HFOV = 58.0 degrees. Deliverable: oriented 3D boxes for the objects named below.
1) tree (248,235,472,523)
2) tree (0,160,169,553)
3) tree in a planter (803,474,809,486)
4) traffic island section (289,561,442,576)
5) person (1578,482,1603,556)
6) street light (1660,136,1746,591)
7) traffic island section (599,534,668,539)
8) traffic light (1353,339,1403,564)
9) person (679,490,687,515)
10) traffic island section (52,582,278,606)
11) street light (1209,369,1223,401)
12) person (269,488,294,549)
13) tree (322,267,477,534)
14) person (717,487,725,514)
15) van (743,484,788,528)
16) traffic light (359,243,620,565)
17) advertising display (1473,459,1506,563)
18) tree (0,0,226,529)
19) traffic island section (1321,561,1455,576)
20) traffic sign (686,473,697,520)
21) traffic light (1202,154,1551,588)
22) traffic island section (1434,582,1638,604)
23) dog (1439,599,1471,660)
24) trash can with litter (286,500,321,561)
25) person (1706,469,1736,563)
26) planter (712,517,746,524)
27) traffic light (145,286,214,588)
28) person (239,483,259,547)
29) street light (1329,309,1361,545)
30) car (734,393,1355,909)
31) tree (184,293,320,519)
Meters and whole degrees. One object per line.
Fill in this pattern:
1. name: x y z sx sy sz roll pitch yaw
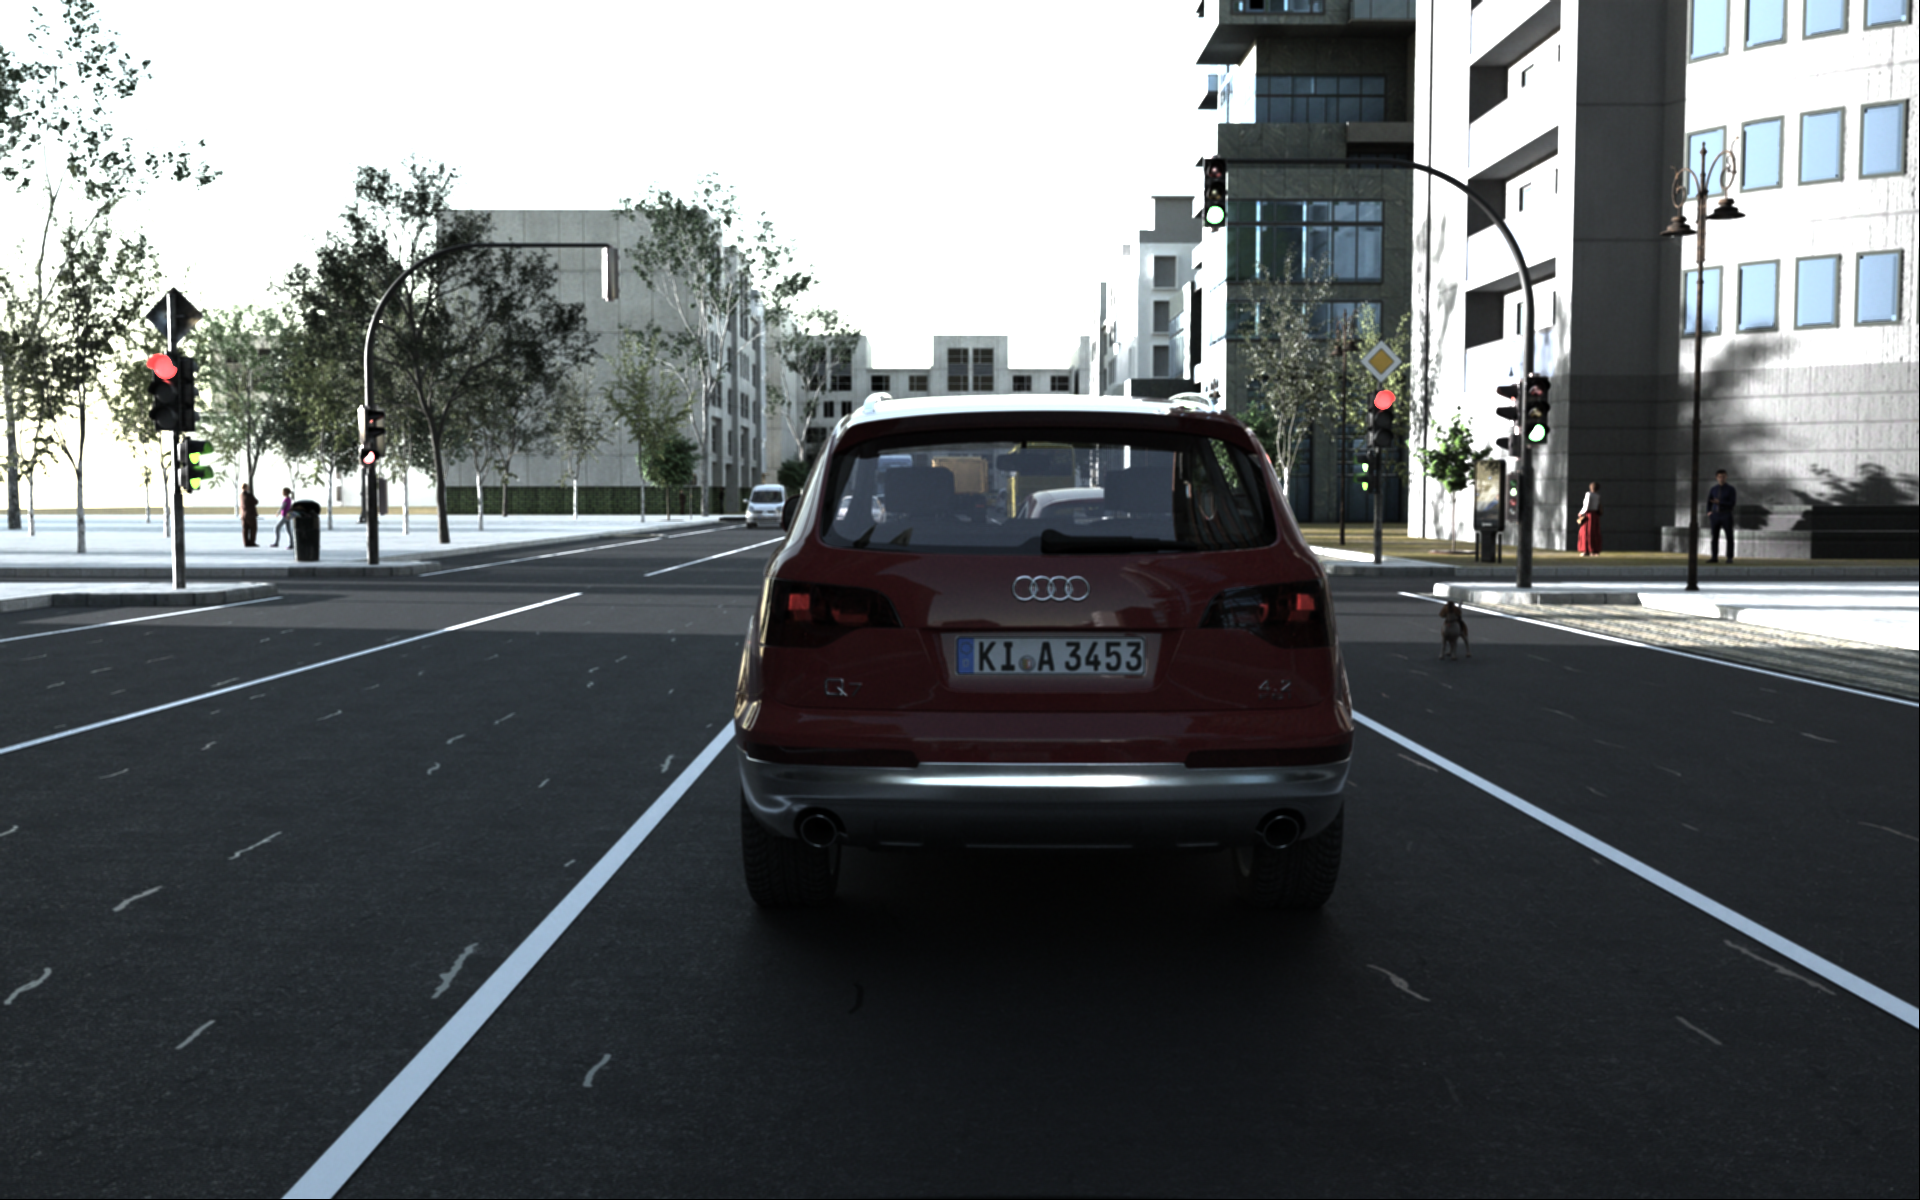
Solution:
1. tree: -26.368 -9.745 76.343 9.611 12.733 9.660 0 3 0
2. tree: -19.430 -5.334 37.577 4.360 8.622 3.978 0 3 0
3. tree in a planter: -11.305 -8.323 133.307 1.991 3.239 1.994 0 4 -1
4. traffic island section: -10.724 -0.570 31.598 2.009 0.180 2.903 0 4 -1
5. person: 13.103 -1.678 35.953 0.523 1.526 0.387 -2 4 -24
6. street light: 9.748 -3.064 22.879 0.468 5.910 1.993 0 4 -1
7. traffic island section: -10.616 -2.068 56.671 1.991 0.108 1.994 0 4 -1
8. traffic light: 7.636 -2.613 31.641 0.839 4.253 0.868 0 4 -1
9. person: -16.995 -5.990 106.254 0.388 1.546 0.482 1 4 11
10. traffic island section: -10.654 -0.081 23.613 2.009 0.180 2.903 0 4 -1
11. street light: 9.384 -5.583 64.073 0.468 5.910 1.993 0 4 -1
12. person: -15.765 -1.887 40.134 0.776 1.435 0.726 0 4 -6
13. tree: -17.863 -6.390 54.843 4.360 8.622 3.978 0 3 0
14. person: -15.209 -6.306 109.964 0.721 1.723 1.217 0 4 5
15. van: -8.149 -4.073 73.605 2.013 2.044 4.112 0 4 -2
16. traffic light: -8.593 -3.477 31.517 4.771 5.953 1.251 0 4 -1
17. advertising display: 9.920 -1.667 32.468 0.123 1.923 0.974 -1 4 -11
18. tree: -33.469 -12.605 61.985 12.611 20.169 13.585 0 3 0
19. traffic island section: 7.676 -0.579 31.755 2.009 0.180 2.903 0 4 -1
20. traffic sign: -13.326 -5.115 85.754 0.606 2.300 0.079 0 4 6
21. traffic light: 5.616 -2.986 23.496 4.771 5.953 1.251 0 4 -1
22. traffic island section: 7.747 -0.091 23.770 2.009 0.180 2.903 0 4 -1
23. dog: 4.332 0.253 15.146 0.406 0.507 0.540 -1 4 -12
24. trash can with litter: -12.579 -1.334 33.198 0.624 1.170 1.055 -1 4 -21
25. person: 14.127 -1.558 32.217 0.576 1.737 0.504 3 5 42
26. planter: -10.864 -3.833 83.802 1.991 0.319 1.994 0 4 -1
27. traffic light: -10.613 -2.114 23.478 0.839 4.253 0.868 0 4 -1
28. person: -17.349 -2.074 42.230 0.482 1.546 0.388 2 4 28
29. street light: 9.616 -4.319 43.405 0.468 5.910 1.993 0 4 -1
30. car: 0.292 0.069 7.537 2.281 1.827 5.304 0 4 1
31. tree: -36.102 -9.943 88.326 9.928 11.665 9.643 0 3 0
